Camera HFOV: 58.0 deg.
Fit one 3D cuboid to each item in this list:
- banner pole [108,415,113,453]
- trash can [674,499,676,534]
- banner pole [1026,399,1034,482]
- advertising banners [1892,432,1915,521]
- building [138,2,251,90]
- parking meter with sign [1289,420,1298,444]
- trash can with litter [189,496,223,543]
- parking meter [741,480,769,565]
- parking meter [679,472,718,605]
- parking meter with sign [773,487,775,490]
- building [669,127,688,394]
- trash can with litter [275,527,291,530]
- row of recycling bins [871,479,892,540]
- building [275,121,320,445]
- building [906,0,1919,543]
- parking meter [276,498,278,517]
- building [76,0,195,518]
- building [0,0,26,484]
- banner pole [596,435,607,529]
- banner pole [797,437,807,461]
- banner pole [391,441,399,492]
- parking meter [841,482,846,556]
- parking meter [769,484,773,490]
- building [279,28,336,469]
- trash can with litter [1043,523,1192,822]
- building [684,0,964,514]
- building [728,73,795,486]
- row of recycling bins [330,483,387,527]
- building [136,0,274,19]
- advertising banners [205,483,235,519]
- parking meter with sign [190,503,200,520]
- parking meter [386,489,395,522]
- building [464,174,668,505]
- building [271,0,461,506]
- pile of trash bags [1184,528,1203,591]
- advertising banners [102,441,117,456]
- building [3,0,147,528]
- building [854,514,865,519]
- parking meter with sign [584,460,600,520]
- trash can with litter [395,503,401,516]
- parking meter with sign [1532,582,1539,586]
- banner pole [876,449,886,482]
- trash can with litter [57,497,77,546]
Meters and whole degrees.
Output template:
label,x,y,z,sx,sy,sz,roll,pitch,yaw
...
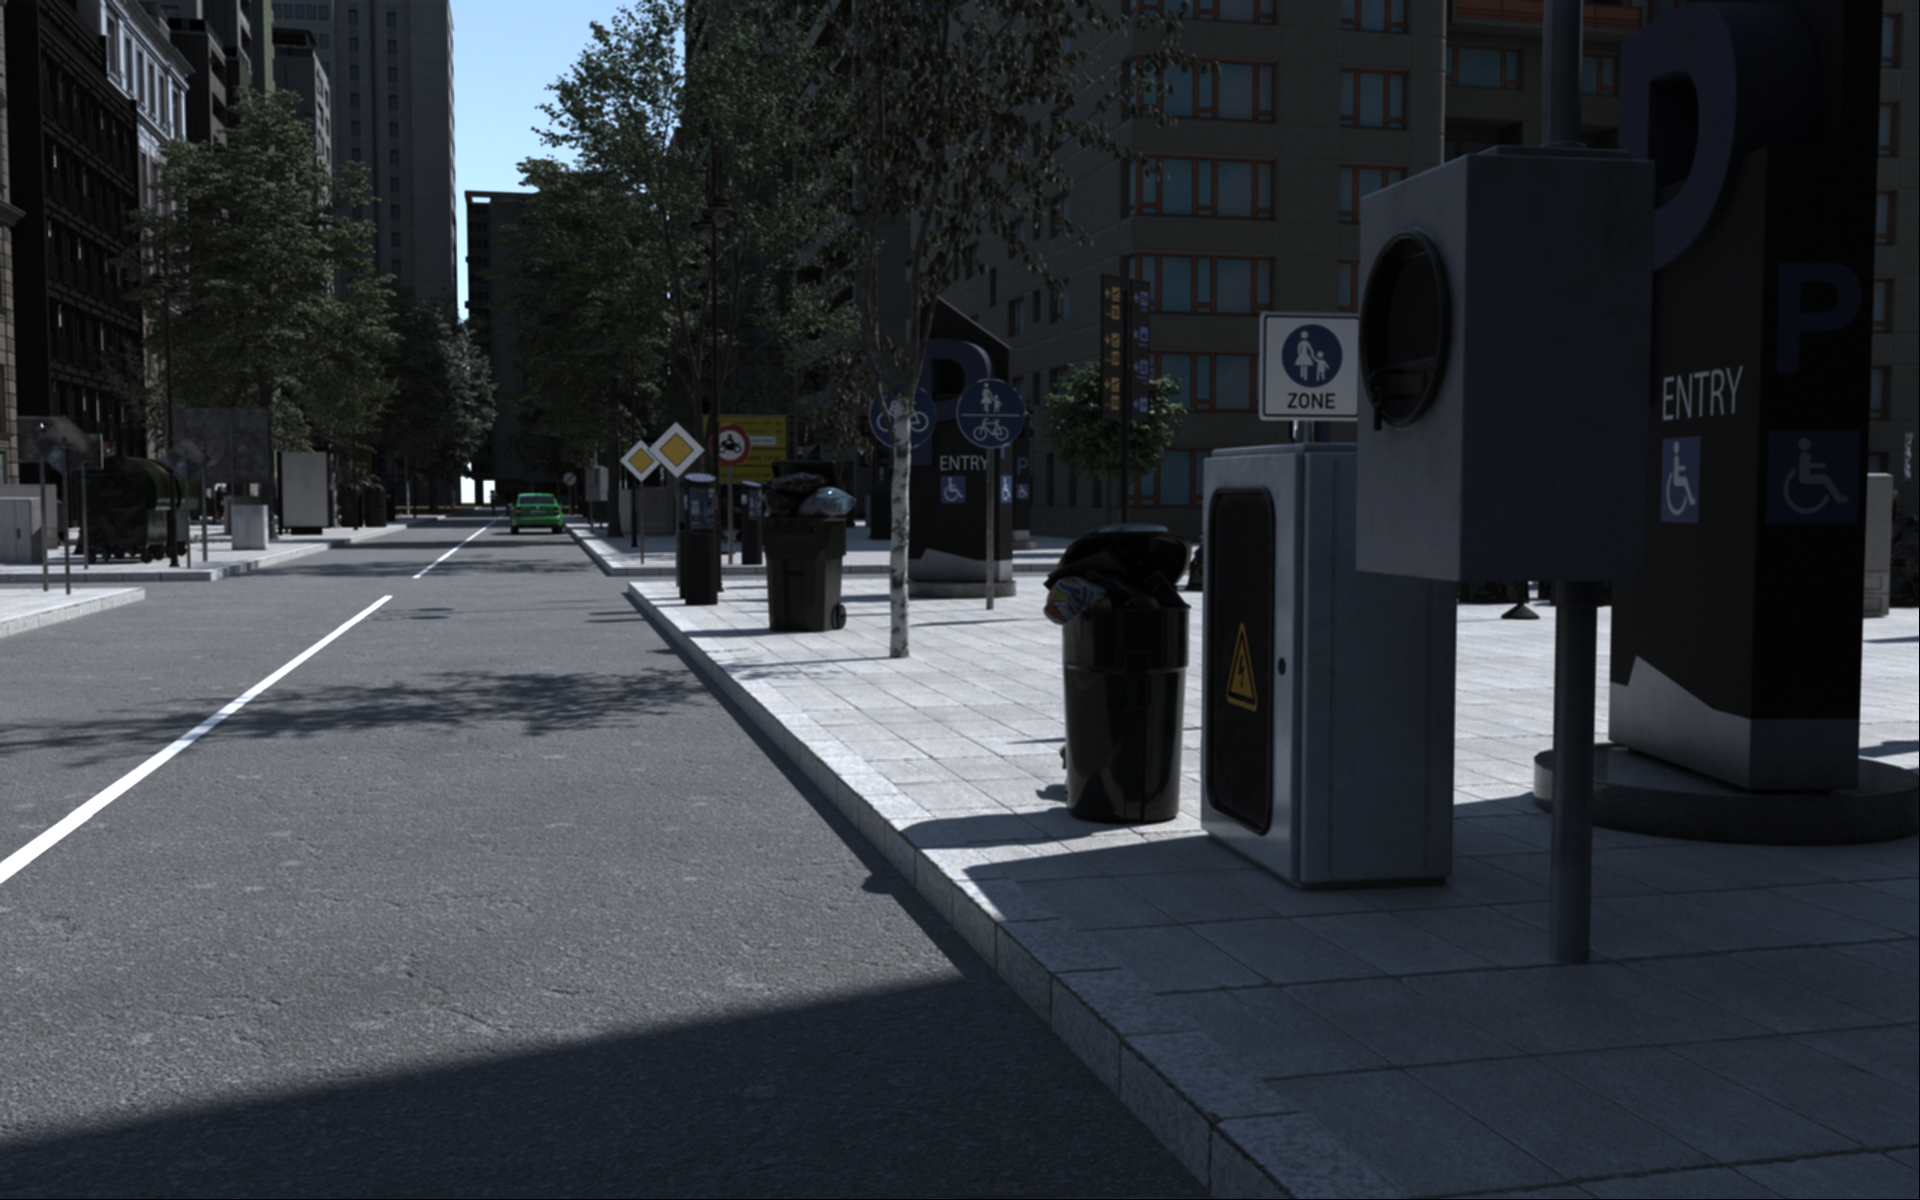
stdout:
label,x,y,z,sx,sy,sz,roll,pitch,yaw
banner pole,-26.650,-3.941,54.450,0.401,3.779,0.863,-2,4,-30
trash can,-9.355,-2.685,55.549,0.748,1.137,0.748,0,3,0
banner pole,1.824,-3.381,45.291,0.401,3.779,0.863,-1,4,-10
advertising banners,26.080,-3.193,48.390,2.074,3.025,0.090,-2,4,-34
building,-51.214,-20.383,104.966,14.160,30.474,14.107,-1,4,-14
parking meter with sign,6.520,-2.567,38.227,1.738,3.016,0.543,1,4,22
trash can with litter,-20.501,-2.118,45.680,1.678,1.210,2.233,-2,4,-32
parking meter,-3.781,-1.409,31.447,0.372,1.533,0.369,0,3,0
parking meter,-3.003,-0.713,20.072,0.372,1.533,0.369,0,3,0
parking meter with sign,-11.117,-6.686,105.571,1.738,3.016,0.543,-2,4,-26
building,-27.282,-34.121,207.983,14.200,45.320,14.600,-1,4,-14
trash can with litter,-24.393,-3.166,62.826,2.233,1.210,1.678,-3,5,-43
row of recycling bins,-0.826,-2.581,49.305,3.534,1.692,1.069,-1,4,-19
building,-57.593,-22.088,132.844,14.160,30.474,14.107,-1,4,-14
building,15.127,-13.206,60.952,28.899,21.520,27.650,-1,4,-14
parking meter,-38.038,-5.410,96.866,0.372,1.533,0.369,0,3,0
building,-46.060,-18.258,84.424,13.634,28.700,20.117,-1,4,-14
building,-35.752,-15.298,47.388,12.463,27.353,25.104,-1,4,-14
banner pole,-13.152,-4.455,62.856,0.401,3.779,0.863,1,4,13
banner pole,-6.927,-5.271,76.204,0.401,3.779,0.863,-3,5,-44
banner pole,-26.720,-5.620,81.905,0.401,3.779,0.863,0,4,5
parking meter,-2.571,-1.701,36.216,0.372,1.533,0.369,0,3,0
parking meter,-4.891,-2.154,43.637,0.372,1.533,0.369,0,3,0
building,-63.442,-28.773,154.040,14.086,41.232,14.154,-1,4,-14
trash can with litter,0.583,0.261,7.123,0.624,1.170,1.055,0,4,-6
building,-10.662,-31.656,141.273,21.300,48.544,21.600,-1,4,-14
building,-9.681,-21.530,123.713,14.160,30.474,14.107,-1,4,-14
row of recycling bins,-24.080,-3.671,67.126,3.534,1.692,1.069,-1,4,-13
building,-54.988,-26.588,118.307,14.154,41.232,14.086,-1,4,-14
advertising banners,-38.324,-5.694,89.282,2.074,3.025,0.090,1,4,12
parking meter with sign,-37.885,-5.375,84.145,0.543,3.016,1.738,3,4,37
parking meter,-26.591,-4.432,80.867,0.372,1.533,0.369,0,3,0
building,-47.857,-31.801,211.820,23.993,40.220,32.217,-1,4,-14
building,-72.698,-40.223,199.637,28.212,58.520,21.231,-1,4,-14
pile of trash bags,4.352,-0.887,24.256,1.912,1.369,3.447,1,4,21
advertising banners,-27.768,-3.781,58.014,0.090,3.025,2.074,2,4,26
building,-40.290,-14.544,67.464,12.332,23.373,15.834,-1,4,-14
building,2.574,-29.088,99.283,21.300,48.544,21.600,-1,4,-14
parking meter with sign,-18.382,-5.534,86.746,0.543,3.016,1.738,0,4,-1
trash can with litter,-33.099,-5.437,99.945,2.233,1.210,1.678,1,4,15
parking meter with sign,8.235,-1.679,23.712,0.543,3.016,1.738,0,4,4
banner pole,-4.020,-5.835,85.421,0.863,3.779,0.401,1,4,12
trash can with litter,-22.587,-1.923,42.505,1.678,1.210,2.233,1,4,16
